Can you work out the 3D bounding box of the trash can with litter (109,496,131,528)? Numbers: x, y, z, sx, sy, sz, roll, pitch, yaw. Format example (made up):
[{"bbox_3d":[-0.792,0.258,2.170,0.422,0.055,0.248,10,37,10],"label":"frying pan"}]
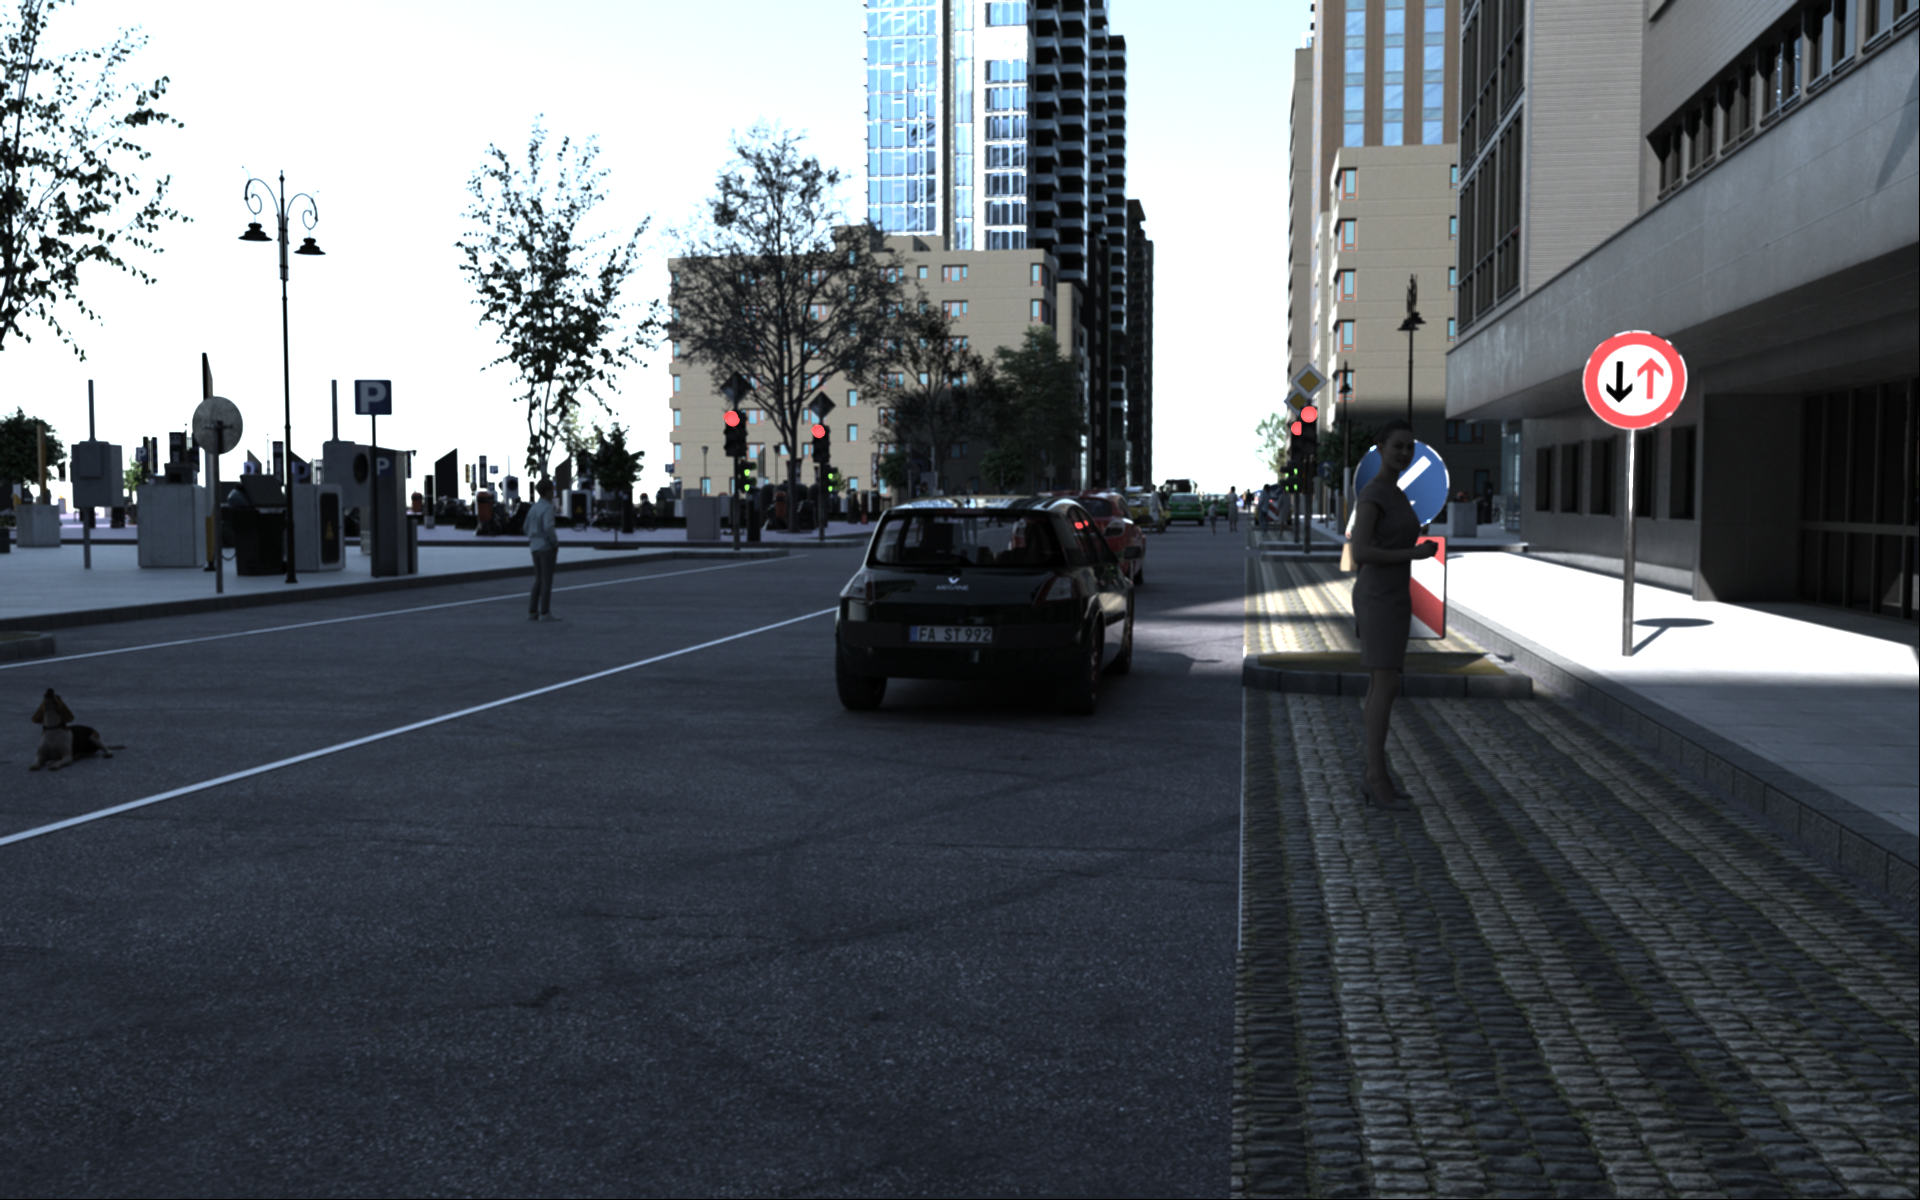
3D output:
[{"bbox_3d":[-31.954,-3.328,65.795,0.624,1.170,1.055,-1,4,-18],"label":"trash can with litter"}]

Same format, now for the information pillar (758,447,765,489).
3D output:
[{"bbox_3d":[-9.933,-5.833,86.727,0.504,3.616,0.183,3,5,42],"label":"information pillar"}]

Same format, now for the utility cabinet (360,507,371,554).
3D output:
[{"bbox_3d":[-12.336,-1.703,36.524,0.318,1.500,1.173,-3,4,-36],"label":"utility cabinet"}]

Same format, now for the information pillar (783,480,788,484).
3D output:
[{"bbox_3d":[-9.111,-5.298,91.122,0.304,2.012,0.304,1,4,22],"label":"information pillar"}]

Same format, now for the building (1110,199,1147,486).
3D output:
[{"bbox_3d":[15.469,-36.498,251.364,22.147,44.769,28.867,1,4,9],"label":"building"}]

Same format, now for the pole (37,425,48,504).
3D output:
[{"bbox_3d":[-27.078,-3.504,51.136,0.158,3.312,0.155,0,3,0],"label":"pole"}]

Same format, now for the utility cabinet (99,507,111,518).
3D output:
[{"bbox_3d":[-46.632,-5.097,94.496,0.306,1.237,1.020,0,4,-5],"label":"utility cabinet"}]

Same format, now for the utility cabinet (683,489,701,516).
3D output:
[{"bbox_3d":[-11.162,-3.881,72.137,0.318,1.500,1.173,1,4,15],"label":"utility cabinet"}]

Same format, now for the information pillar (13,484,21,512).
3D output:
[{"bbox_3d":[-40.869,-5.127,75.179,0.183,3.616,0.504,1,4,19],"label":"information pillar"}]

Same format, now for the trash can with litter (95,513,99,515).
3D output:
[{"bbox_3d":[-52.524,-5.717,104.525,1.678,1.210,2.233,-3,5,-39],"label":"trash can with litter"}]

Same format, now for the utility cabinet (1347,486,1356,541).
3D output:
[{"bbox_3d":[10.698,-2.329,46.751,0.318,1.500,1.173,1,4,21],"label":"utility cabinet"}]

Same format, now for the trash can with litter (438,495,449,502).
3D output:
[{"bbox_3d":[-25.679,-4.671,87.422,2.233,1.210,1.678,-1,4,-11],"label":"trash can with litter"}]

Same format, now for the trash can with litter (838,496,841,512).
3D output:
[{"bbox_3d":[-6.149,-4.909,91.316,1.678,1.210,2.233,3,5,40],"label":"trash can with litter"}]

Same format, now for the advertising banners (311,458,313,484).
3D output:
[{"bbox_3d":[-31.734,-5.401,84.496,0.090,3.025,2.074,-1,4,-10],"label":"advertising banners"}]

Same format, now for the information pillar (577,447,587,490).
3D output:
[{"bbox_3d":[-18.934,-5.841,86.850,0.504,3.616,0.183,1,4,16],"label":"information pillar"}]

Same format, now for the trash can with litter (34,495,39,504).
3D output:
[{"bbox_3d":[-59.386,-6.022,109.517,2.233,1.210,1.678,1,4,9],"label":"trash can with litter"}]

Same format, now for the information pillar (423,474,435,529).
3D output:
[{"bbox_3d":[-19.806,-3.677,64.604,0.304,2.012,0.304,-2,4,-34],"label":"information pillar"}]

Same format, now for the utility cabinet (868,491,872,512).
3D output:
[{"bbox_3d":[-6.007,-6.583,116.317,0.318,1.500,1.173,-2,4,-27],"label":"utility cabinet"}]

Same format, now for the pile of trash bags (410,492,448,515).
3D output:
[{"bbox_3d":[-23.668,-4.192,78.292,1.912,1.369,3.447,1,4,18],"label":"pile of trash bags"}]

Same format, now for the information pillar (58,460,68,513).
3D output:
[{"bbox_3d":[-60.539,-7.676,116.860,0.504,3.616,0.183,-2,4,-32],"label":"information pillar"}]

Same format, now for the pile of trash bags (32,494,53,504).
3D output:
[{"bbox_3d":[-62.689,-6.569,117.147,1.912,1.369,3.447,1,4,10],"label":"pile of trash bags"}]

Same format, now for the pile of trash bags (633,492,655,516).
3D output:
[{"bbox_3d":[-17.154,-5.073,92.695,1.912,1.369,3.447,0,4,-1],"label":"pile of trash bags"}]

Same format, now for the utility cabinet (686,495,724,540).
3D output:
[{"bbox_3d":[-7.168,-2.279,48.421,1.020,1.237,0.306,2,4,32],"label":"utility cabinet"}]

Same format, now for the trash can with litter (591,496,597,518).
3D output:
[{"bbox_3d":[-19.533,-4.843,90.571,0.624,1.170,1.055,3,4,38],"label":"trash can with litter"}]

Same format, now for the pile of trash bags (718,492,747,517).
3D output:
[{"bbox_3d":[-11.914,-5.276,96.021,3.447,1.369,1.912,1,4,22],"label":"pile of trash bags"}]

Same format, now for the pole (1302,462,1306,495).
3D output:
[{"bbox_3d":[21.721,-7.069,109.429,0.158,3.312,0.155,0,3,0],"label":"pole"}]

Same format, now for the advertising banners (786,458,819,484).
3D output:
[{"bbox_3d":[-8.044,-5.733,89.930,2.074,3.025,0.090,1,4,13],"label":"advertising banners"}]

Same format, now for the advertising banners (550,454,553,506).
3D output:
[{"bbox_3d":[-17.680,-4.817,74.943,0.090,3.025,2.074,-1,4,-9],"label":"advertising banners"}]

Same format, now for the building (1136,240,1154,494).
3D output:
[{"bbox_3d":[22.967,-35.986,271.962,14.154,41.232,14.086,1,4,9],"label":"building"}]

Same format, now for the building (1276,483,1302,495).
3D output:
[{"bbox_3d":[64.330,-34.838,261.485,32.217,40.220,23.993,1,4,9],"label":"building"}]

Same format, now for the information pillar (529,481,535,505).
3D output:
[{"bbox_3d":[-24.042,-5.680,97.366,0.304,2.012,0.304,0,4,-5],"label":"information pillar"}]

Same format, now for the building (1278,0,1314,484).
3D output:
[{"bbox_3d":[54.877,-56.332,233.702,22.319,86.520,31.000,1,4,9],"label":"building"}]

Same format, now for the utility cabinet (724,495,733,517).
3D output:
[{"bbox_3d":[-12.441,-5.052,93.761,1.020,1.237,0.306,0,4,-7],"label":"utility cabinet"}]

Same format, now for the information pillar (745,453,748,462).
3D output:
[{"bbox_3d":[-12.119,-6.545,98.360,0.183,3.616,0.504,0,4,-3],"label":"information pillar"}]

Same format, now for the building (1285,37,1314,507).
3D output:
[{"bbox_3d":[45.113,-34.022,179.955,21.300,48.544,21.600,1,4,9],"label":"building"}]

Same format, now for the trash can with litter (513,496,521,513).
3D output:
[{"bbox_3d":[-28.167,-6.029,109.960,0.624,1.170,1.055,-1,4,-16],"label":"trash can with litter"}]

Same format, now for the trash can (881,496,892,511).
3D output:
[{"bbox_3d":[-4.332,-5.535,102.144,0.748,1.137,0.748,0,3,0],"label":"trash can"}]

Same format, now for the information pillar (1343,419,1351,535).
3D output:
[{"bbox_3d":[12.113,-3.842,54.177,0.183,3.616,0.504,0,4,0],"label":"information pillar"}]

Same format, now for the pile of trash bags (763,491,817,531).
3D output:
[{"bbox_3d":[-6.116,-3.163,61.470,1.912,1.369,3.447,0,4,3],"label":"pile of trash bags"}]

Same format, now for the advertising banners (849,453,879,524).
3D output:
[{"bbox_3d":[-4.098,-4.760,74.012,0.090,3.025,2.074,-3,5,-41],"label":"advertising banners"}]

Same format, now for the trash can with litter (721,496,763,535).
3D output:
[{"bbox_3d":[-7.110,-2.680,54.867,1.678,1.210,2.233,-1,4,-8],"label":"trash can with litter"}]

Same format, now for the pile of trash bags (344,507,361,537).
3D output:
[{"bbox_3d":[-19.441,-2.614,52.487,3.447,1.369,1.912,3,5,43],"label":"pile of trash bags"}]

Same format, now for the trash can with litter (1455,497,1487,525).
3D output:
[{"bbox_3d":[21.114,-3.664,71.299,1.055,1.170,0.624,-1,4,-17],"label":"trash can with litter"}]

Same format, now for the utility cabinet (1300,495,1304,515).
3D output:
[{"bbox_3d":[20.960,-5.802,106.028,1.020,1.237,0.306,1,4,14],"label":"utility cabinet"}]

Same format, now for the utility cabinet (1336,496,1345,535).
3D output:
[{"bbox_3d":[12.123,-2.687,55.093,0.306,1.237,1.020,1,4,9],"label":"utility cabinet"}]

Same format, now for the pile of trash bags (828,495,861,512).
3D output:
[{"bbox_3d":[-7.158,-5.473,99.235,3.447,1.369,1.912,3,5,41],"label":"pile of trash bags"}]

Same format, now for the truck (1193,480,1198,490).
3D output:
[{"bbox_3d":[30.218,-14.455,232.260,3.469,3.379,9.791,1,4,9],"label":"truck"}]

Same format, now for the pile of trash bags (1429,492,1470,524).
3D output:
[{"bbox_3d":[21.319,-4.073,76.345,3.447,1.369,1.912,-3,5,-40],"label":"pile of trash bags"}]

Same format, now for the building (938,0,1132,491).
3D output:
[{"bbox_3d":[11.230,-55.525,220.505,22.319,86.520,31.000,1,4,9],"label":"building"}]

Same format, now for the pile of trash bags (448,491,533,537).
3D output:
[{"bbox_3d":[-14.137,-2.676,53.511,1.912,1.369,3.447,0,4,5],"label":"pile of trash bags"}]

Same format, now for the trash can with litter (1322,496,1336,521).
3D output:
[{"bbox_3d":[18.251,-4.431,83.508,1.678,1.210,2.233,3,5,40],"label":"trash can with litter"}]

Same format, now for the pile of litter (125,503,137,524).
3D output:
[{"bbox_3d":[-35.678,-3.756,75.370,1.176,0.858,1.719,1,4,21],"label":"pile of litter"}]

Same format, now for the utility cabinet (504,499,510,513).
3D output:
[{"bbox_3d":[-29.500,-6.368,112.798,0.318,1.500,1.173,-1,4,-18],"label":"utility cabinet"}]

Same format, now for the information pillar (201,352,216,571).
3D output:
[{"bbox_3d":[-12.499,-2.293,28.853,0.183,3.616,0.504,-1,4,-12],"label":"information pillar"}]

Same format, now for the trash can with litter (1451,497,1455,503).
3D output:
[{"bbox_3d":[21.033,-3.732,72.411,1.055,1.170,0.624,0,4,4],"label":"trash can with litter"}]

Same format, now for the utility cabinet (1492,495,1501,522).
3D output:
[{"bbox_3d":[25.031,-4.247,80.599,1.020,1.237,0.306,-3,5,-40],"label":"utility cabinet"}]
